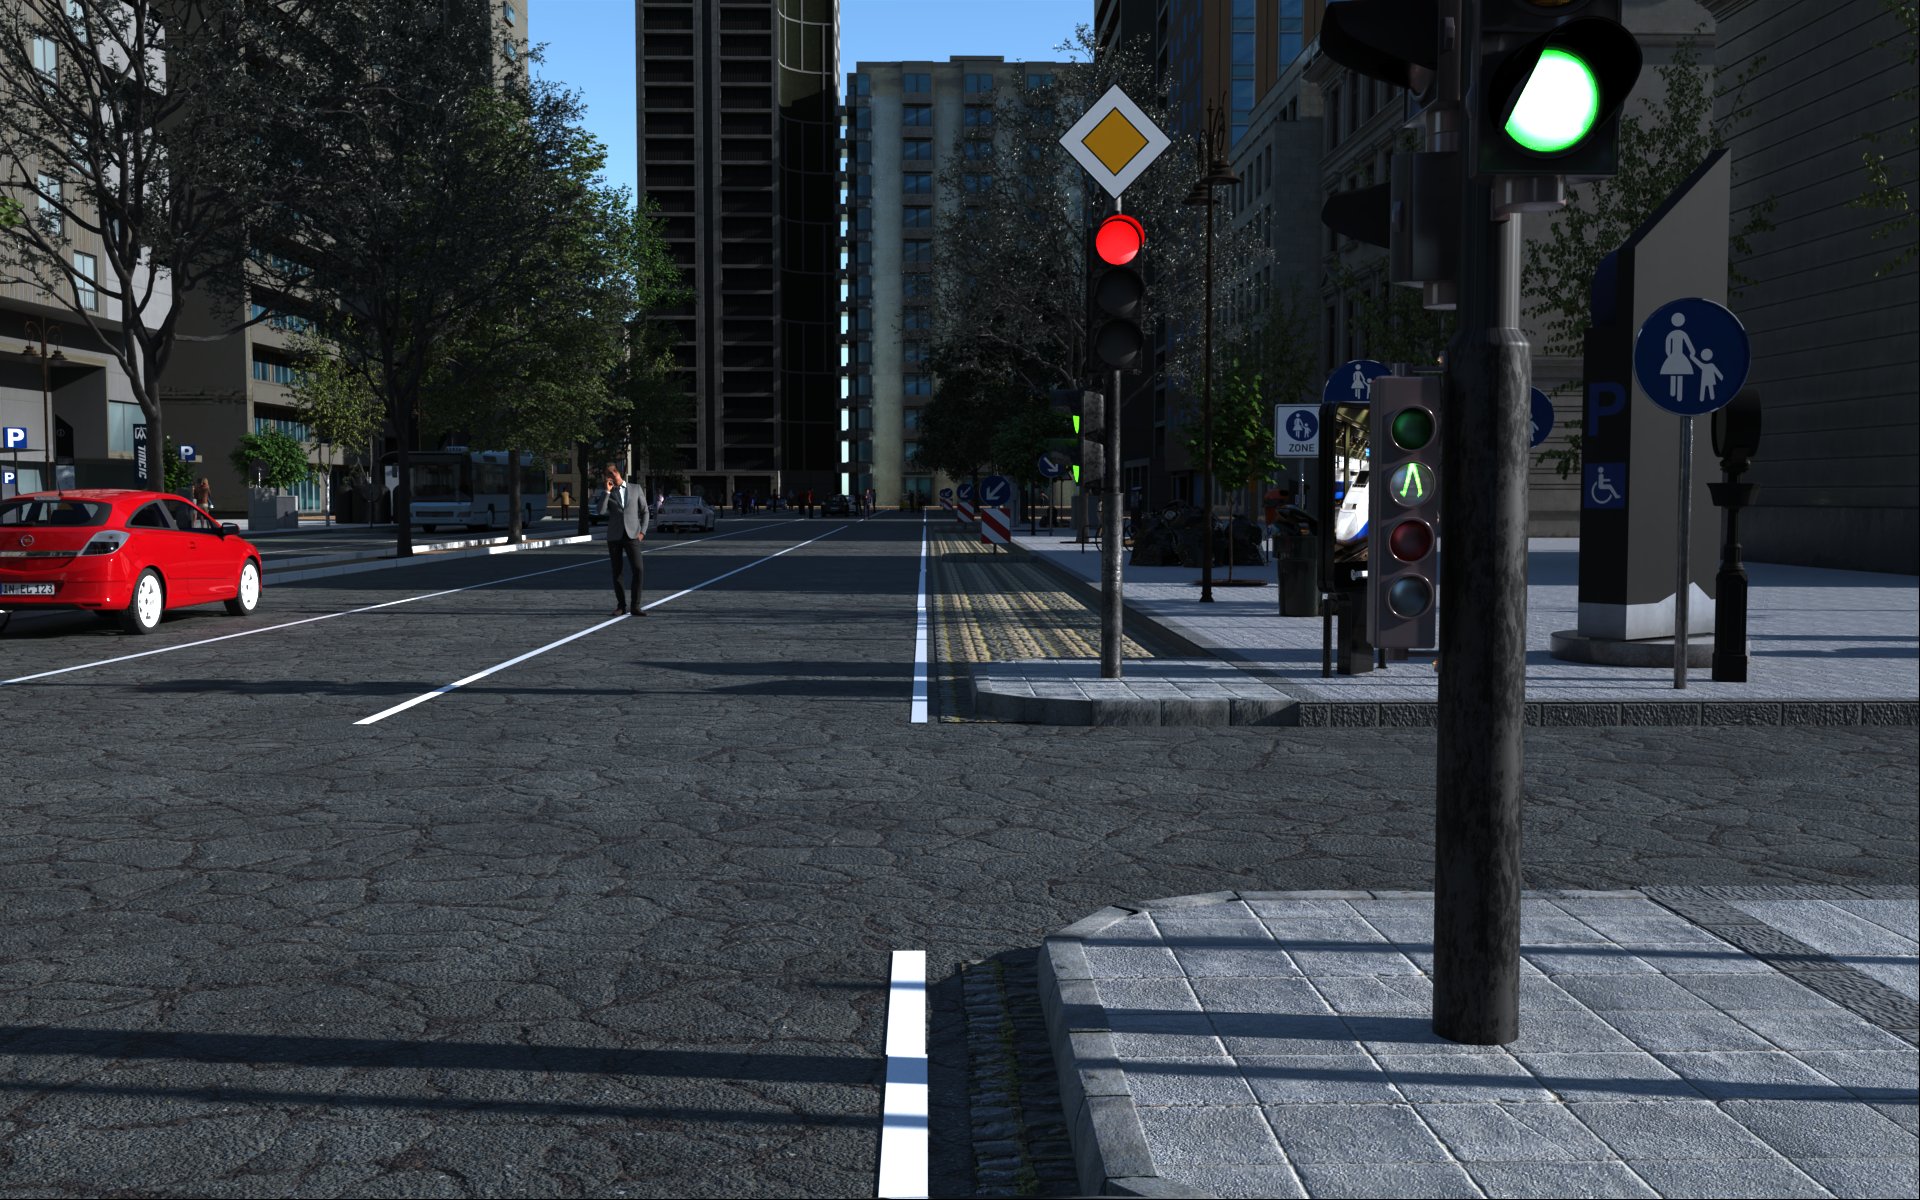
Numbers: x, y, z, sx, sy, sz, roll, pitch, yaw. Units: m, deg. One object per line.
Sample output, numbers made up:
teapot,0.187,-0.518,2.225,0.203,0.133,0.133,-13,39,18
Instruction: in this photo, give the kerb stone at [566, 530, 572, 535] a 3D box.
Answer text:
kerb stone,-13.725,-2.317,60.106,0.120,0.150,1.000,0,4,-1

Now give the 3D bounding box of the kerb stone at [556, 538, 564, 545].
kerb stone,-11.403,-1.629,48.829,0.120,0.150,1.000,0,4,-1

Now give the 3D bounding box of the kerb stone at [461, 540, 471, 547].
kerb stone,-13.463,-1.499,46.767,0.120,0.150,1.000,0,4,-1

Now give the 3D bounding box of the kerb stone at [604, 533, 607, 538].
kerb stone,-11.547,-2.067,56.010,0.120,0.150,1.000,0,4,-1

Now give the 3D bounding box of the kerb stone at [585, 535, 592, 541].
kerb stone,-11.476,-1.880,52.930,0.120,0.150,1.000,0,4,-1

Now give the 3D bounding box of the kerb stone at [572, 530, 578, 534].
kerb stone,-13.750,-2.381,61.128,0.120,0.150,1.000,0,4,-1

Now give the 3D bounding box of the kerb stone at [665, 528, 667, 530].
kerb stone,-11.791,-2.822,68.333,0.120,0.150,1.000,0,4,-1

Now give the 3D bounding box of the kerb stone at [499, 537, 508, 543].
kerb stone,-13.547,-1.754,50.873,0.120,0.150,1.000,0,4,-1

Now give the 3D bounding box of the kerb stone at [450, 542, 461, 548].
kerb stone,-13.446,-1.440,45.736,0.120,0.150,1.000,0,4,-1

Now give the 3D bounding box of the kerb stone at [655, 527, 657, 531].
kerb stone,-11.744,-2.694,66.281,0.120,0.150,1.000,0,4,-1

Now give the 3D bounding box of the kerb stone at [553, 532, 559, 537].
kerb stone,-13.687,-2.187,58.050,0.120,0.150,1.000,0,4,-1

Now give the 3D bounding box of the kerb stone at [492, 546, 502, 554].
kerb stone,-11.264,-1.190,41.651,0.120,0.150,1.000,0,4,-1

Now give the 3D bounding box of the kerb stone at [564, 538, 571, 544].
kerb stone,-11.428,-1.692,49.855,0.120,0.150,1.000,0,4,-1

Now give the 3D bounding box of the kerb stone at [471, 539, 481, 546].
kerb stone,-13.486,-1.565,47.790,0.120,0.150,1.000,0,4,-1

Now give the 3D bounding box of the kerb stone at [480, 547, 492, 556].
kerb stone,-11.236,-1.125,40.630,0.120,0.150,1.000,0,4,-1

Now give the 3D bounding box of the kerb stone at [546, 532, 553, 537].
kerb stone,-13.665,-2.127,57.028,0.120,0.150,1.000,0,4,-1

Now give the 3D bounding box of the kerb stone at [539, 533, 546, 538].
kerb stone,-13.647,-2.066,56.006,0.120,0.150,1.000,0,4,-1

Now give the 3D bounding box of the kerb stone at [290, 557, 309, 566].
kerb stone,-13.220,-0.747,34.416,0.120,0.150,1.000,0,4,-1

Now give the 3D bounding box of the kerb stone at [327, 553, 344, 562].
kerb stone,-13.262,-0.865,36.468,0.120,0.150,1.000,0,4,-1

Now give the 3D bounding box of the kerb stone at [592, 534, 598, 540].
kerb stone,-11.507,-1.942,53.954,0.120,0.150,1.000,0,4,-1

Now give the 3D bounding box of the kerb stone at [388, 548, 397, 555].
kerb stone,-13.337,-1.125,40.587,0.120,0.150,1.000,0,4,-1

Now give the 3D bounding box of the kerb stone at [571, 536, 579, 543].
kerb stone,-11.440,-1.753,50.879,0.120,0.150,1.000,0,4,-1

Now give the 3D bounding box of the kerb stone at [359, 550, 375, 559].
kerb stone,-13.298,-0.999,38.523,0.120,0.150,1.000,0,4,-1

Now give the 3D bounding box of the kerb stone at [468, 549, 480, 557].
kerb stone,-11.217,-1.064,39.607,0.120,0.150,1.000,0,4,-1

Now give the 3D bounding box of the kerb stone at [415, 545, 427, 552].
kerb stone,-13.382,-1.250,42.649,0.120,0.150,1.000,0,4,-1

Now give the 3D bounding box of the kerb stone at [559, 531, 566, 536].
kerb stone,-13.703,-2.253,59.076,0.120,0.150,1.000,0,4,-1

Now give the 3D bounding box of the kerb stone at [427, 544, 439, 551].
kerb stone,-13.408,-1.311,43.681,0.120,0.150,1.000,0,4,-1

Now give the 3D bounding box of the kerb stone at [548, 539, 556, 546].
kerb stone,-11.385,-1.563,47.804,0.120,0.150,1.000,0,4,-1

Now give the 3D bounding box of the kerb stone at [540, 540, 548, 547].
kerb stone,-11.358,-1.503,46.780,0.120,0.150,1.000,0,4,-1

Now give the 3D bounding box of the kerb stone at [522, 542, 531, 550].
kerb stone,-11.330,-1.378,44.733,0.120,0.150,1.000,0,4,-1

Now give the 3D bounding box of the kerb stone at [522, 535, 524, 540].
kerb stone,-13.575,-1.878,52.922,0.120,0.150,1.000,0,4,-1

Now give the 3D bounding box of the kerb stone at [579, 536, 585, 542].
kerb stone,-11.465,-1.817,51.908,0.120,0.150,1.000,0,4,-1

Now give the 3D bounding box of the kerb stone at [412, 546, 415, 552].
kerb stone,-13.366,-1.188,41.614,0.120,0.150,1.000,0,4,-1

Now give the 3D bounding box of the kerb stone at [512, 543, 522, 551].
kerb stone,-11.306,-1.316,43.708,0.120,0.150,1.000,0,4,-1

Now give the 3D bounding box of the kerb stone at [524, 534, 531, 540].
kerb stone,-13.603,-1.942,53.955,0.120,0.150,1.000,0,4,-1

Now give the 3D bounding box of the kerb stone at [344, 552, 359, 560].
kerb stone,-13.285,-0.933,37.501,0.120,0.150,1.000,0,4,-1

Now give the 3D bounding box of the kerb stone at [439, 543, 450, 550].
kerb stone,-13.424,-1.375,44.707,0.120,0.150,1.000,0,4,-1

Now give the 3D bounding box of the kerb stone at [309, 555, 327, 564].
kerb stone,-13.242,-0.810,35.443,0.120,0.150,1.000,0,4,-1

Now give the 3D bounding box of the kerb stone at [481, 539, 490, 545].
kerb stone,-13.500,-1.628,48.816,0.120,0.150,1.000,0,4,-1

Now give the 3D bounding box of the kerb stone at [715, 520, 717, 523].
kerb stone,-12.138,-3.889,85.783,0.120,0.150,1.000,0,4,-1

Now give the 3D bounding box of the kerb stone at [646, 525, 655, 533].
kerb stone,-11.729,-2.629,65.249,0.120,0.150,1.000,0,4,-1

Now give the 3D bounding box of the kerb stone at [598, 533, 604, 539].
kerb stone,-11.532,-2.006,54.987,0.120,0.150,1.000,0,4,-1

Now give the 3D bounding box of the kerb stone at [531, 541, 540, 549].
kerb stone,-11.340,-1.438,45.758,0.120,0.150,1.000,0,4,-1

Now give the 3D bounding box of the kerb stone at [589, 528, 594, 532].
kerb stone,-13.808,-2.569,64.199,0.120,0.150,1.000,0,4,-1

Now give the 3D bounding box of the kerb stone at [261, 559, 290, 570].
kerb stone,-13.203,-0.684,33.387,0.120,0.150,1.000,0,4,-1

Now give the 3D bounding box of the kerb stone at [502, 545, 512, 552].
kerb stone,-11.288,-1.247,42.674,0.120,0.150,1.000,0,4,-1

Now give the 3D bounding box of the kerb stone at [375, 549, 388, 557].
kerb stone,-13.325,-1.061,39.545,0.120,0.150,1.000,0,4,-1

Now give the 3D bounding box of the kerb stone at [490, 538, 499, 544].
kerb stone,-13.520,-1.690,49.838,0.120,0.150,1.000,0,4,-1

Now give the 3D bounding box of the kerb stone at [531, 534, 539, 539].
kerb stone,-13.625,-2.005,54.984,0.120,0.150,1.000,0,4,-1
